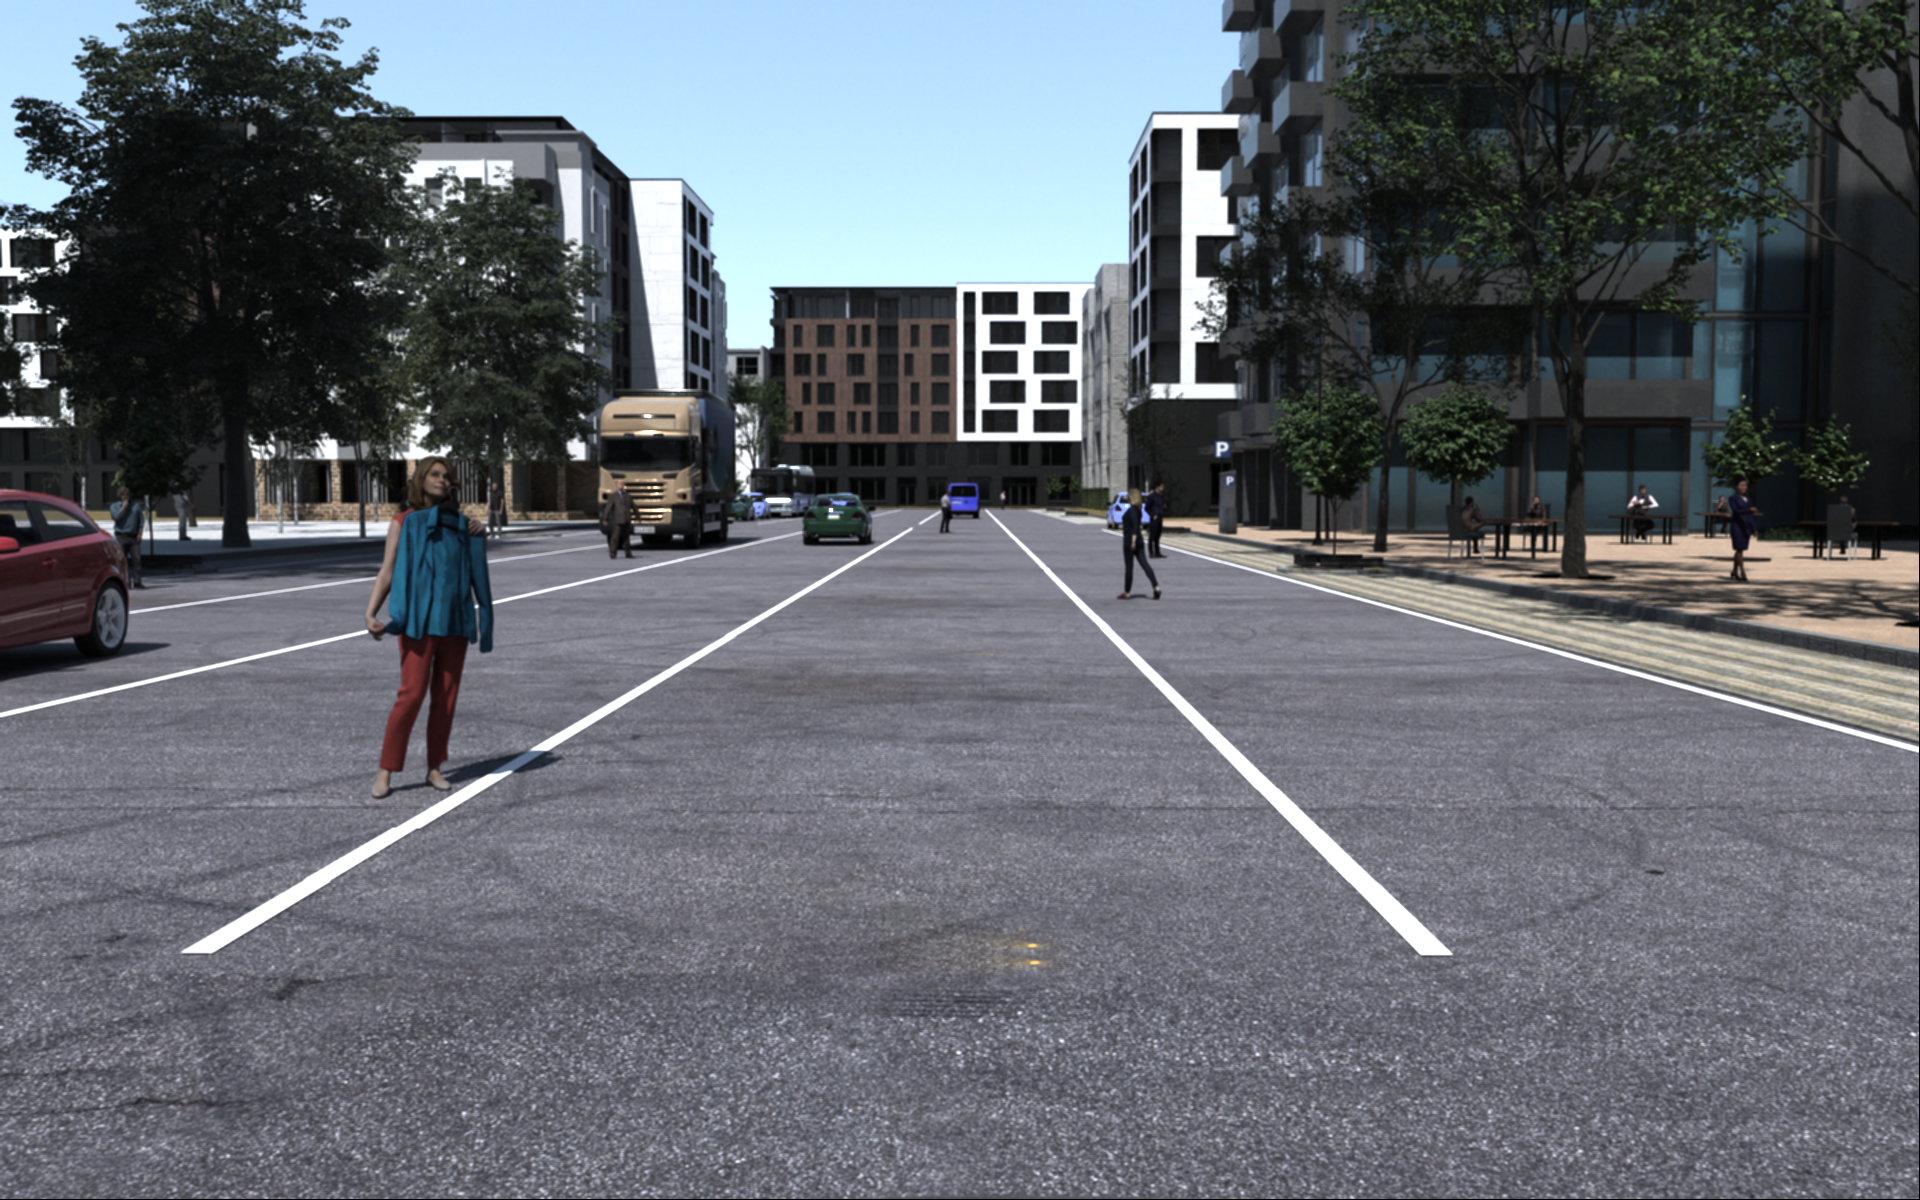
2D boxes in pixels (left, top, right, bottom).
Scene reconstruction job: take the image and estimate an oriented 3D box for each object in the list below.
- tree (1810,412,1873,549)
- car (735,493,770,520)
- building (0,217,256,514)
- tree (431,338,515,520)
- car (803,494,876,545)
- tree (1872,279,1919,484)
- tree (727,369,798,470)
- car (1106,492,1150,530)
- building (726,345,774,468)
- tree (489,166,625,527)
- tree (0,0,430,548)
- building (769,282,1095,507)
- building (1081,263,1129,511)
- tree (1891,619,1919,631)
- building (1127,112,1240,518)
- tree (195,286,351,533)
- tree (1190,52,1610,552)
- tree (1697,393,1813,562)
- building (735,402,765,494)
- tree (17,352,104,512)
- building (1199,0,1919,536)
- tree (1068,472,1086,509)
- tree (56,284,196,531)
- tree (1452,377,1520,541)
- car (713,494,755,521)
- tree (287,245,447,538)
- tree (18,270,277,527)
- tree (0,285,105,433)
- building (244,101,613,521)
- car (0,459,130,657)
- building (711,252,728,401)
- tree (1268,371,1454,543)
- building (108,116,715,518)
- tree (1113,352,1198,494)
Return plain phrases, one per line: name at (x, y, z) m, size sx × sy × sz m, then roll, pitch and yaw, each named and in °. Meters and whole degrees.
tree at (20.732, -2.839, 41.013) m, size 1.663 × 3.219 × 1.824 m, roll 0°, pitch 3°, yaw 0°
car at (-11.811, -5.435, 98.447) m, size 1.945 × 1.707 × 3.694 m, roll 0°, pitch 4°, yaw 1°
building at (-62.618, -18.299, 143.157) m, size 32.646 × 21.610 × 27.936 m, roll 0°, pitch 4°, yaw 0°
tree at (-21.506, -7.807, 78.013) m, size 4.360 × 8.622 × 3.978 m, roll 0°, pitch 3°, yaw 0°
car at (-3.526, -2.347, 50.174) m, size 2.131 × 1.459 × 4.920 m, roll 0°, pitch 4°, yaw -1°
tree at (24.282, -5.552, 41.130) m, size 4.737 × 8.622 × 4.395 m, roll 0°, pitch 3°, yaw 0°
tree at (-16.992, -13.305, 143.287) m, size 9.928 × 11.665 × 9.643 m, roll 0°, pitch 3°, yaw 0°
car at (6.878, -3.685, 69.841) m, size 1.945 × 1.707 × 3.694 m, roll 0°, pitch 4°, yaw 0°
building at (-34.524, -18.844, 174.551) m, size 31.486 × 18.905 × 16.747 m, roll 0°, pitch 4°, yaw 0°
tree at (-18.002, -9.846, 67.643) m, size 9.857 × 13.997 × 8.962 m, roll 0°, pitch 3°, yaw 0°
tree at (-17.623, -8.246, 41.469) m, size 9.857 × 13.997 × 8.962 m, roll 0°, pitch 3°, yaw 0°
building at (-2.418, -20.633, 181.316) m, size 32.646 × 21.610 × 27.936 m, roll 0°, pitch 4°, yaw 0°
building at (19.323, -16.809, 141.277) m, size 16.747 × 18.905 × 31.486 m, roll 0°, pitch 4°, yaw 0°
tree at (9.573, -5.536, 16.268) m, size 9.928 × 11.665 × 9.643 m, roll 0°, pitch 3°, yaw 0°
building at (24.316, -16.219, 109.158) m, size 27.936 × 21.610 × 32.646 m, roll 0°, pitch 4°, yaw 0°
tree at (-22.484, -6.490, 56.473) m, size 4.360 × 8.622 × 3.978 m, roll 0°, pitch 3°, yaw 0°
tree at (9.237, -6.309, 37.569) m, size 8.767 × 10.594 × 7.601 m, roll 0°, pitch 4°, yaw 2°
tree at (15.018, -2.376, 33.453) m, size 1.663 × 3.219 × 1.824 m, roll 0°, pitch 3°, yaw 0°
building at (-31.578, -12.887, 152.852) m, size 28.070 × 9.664 × 9.099 m, roll 0°, pitch 4°, yaw 0°
tree at (-38.221, -7.627, 75.060) m, size 4.360 × 8.622 × 3.978 m, roll 0°, pitch 3°, yaw 0°
building at (22.226, -27.284, 65.697) m, size 23.786 × 49.044 × 30.456 m, roll 0°, pitch 4°, yaw 0°
tree at (9.739, -9.389, 148.114) m, size 1.663 × 3.219 × 1.824 m, roll 0°, pitch 3°, yaw 0°
tree at (-28.193, -6.665, 59.328) m, size 4.737 × 8.622 × 4.395 m, roll 0°, pitch 3°, yaw 0°
tree at (13.844, -3.947, 48.245) m, size 4.285 × 4.588 × 4.351 m, roll 0°, pitch 3°, yaw 0°
car at (-12.044, -4.930, 92.404) m, size 2.131 × 1.459 × 4.920 m, roll 0°, pitch 4°, yaw 1°
tree at (-17.236, -6.123, 50.465) m, size 4.737 × 8.622 × 4.395 m, roll 0°, pitch 3°, yaw 0°
tree at (-29.899, -8.075, 66.431) m, size 7.601 × 10.594 × 8.767 m, roll 0°, pitch 4°, yaw -2°
tree at (-39.763, -8.115, 67.091) m, size 8.767 × 10.594 × 7.601 m, roll 1°, pitch 4°, yaw 13°
building at (-26.196, -14.186, 88.363) m, size 16.016 × 20.091 × 11.380 m, roll 0°, pitch 4°, yaw 0°
car at (-8.348, -0.293, 13.833) m, size 2.155 × 1.783 × 4.494 m, roll 0°, pitch 4°, yaw -1°
building at (-25.936, -16.892, 132.599) m, size 16.016 × 20.091 × 11.380 m, roll 0°, pitch 4°, yaw 0°
tree at (9.841, -3.808, 45.971) m, size 4.285 × 4.588 × 4.351 m, roll 0°, pitch 3°, yaw 0°
building at (-31.904, -16.290, 110.321) m, size 27.936 × 21.610 × 32.646 m, roll 0°, pitch 4°, yaw 0°
tree at (9.937, -8.538, 89.960) m, size 4.360 × 8.622 × 3.978 m, roll 0°, pitch 3°, yaw 0°
